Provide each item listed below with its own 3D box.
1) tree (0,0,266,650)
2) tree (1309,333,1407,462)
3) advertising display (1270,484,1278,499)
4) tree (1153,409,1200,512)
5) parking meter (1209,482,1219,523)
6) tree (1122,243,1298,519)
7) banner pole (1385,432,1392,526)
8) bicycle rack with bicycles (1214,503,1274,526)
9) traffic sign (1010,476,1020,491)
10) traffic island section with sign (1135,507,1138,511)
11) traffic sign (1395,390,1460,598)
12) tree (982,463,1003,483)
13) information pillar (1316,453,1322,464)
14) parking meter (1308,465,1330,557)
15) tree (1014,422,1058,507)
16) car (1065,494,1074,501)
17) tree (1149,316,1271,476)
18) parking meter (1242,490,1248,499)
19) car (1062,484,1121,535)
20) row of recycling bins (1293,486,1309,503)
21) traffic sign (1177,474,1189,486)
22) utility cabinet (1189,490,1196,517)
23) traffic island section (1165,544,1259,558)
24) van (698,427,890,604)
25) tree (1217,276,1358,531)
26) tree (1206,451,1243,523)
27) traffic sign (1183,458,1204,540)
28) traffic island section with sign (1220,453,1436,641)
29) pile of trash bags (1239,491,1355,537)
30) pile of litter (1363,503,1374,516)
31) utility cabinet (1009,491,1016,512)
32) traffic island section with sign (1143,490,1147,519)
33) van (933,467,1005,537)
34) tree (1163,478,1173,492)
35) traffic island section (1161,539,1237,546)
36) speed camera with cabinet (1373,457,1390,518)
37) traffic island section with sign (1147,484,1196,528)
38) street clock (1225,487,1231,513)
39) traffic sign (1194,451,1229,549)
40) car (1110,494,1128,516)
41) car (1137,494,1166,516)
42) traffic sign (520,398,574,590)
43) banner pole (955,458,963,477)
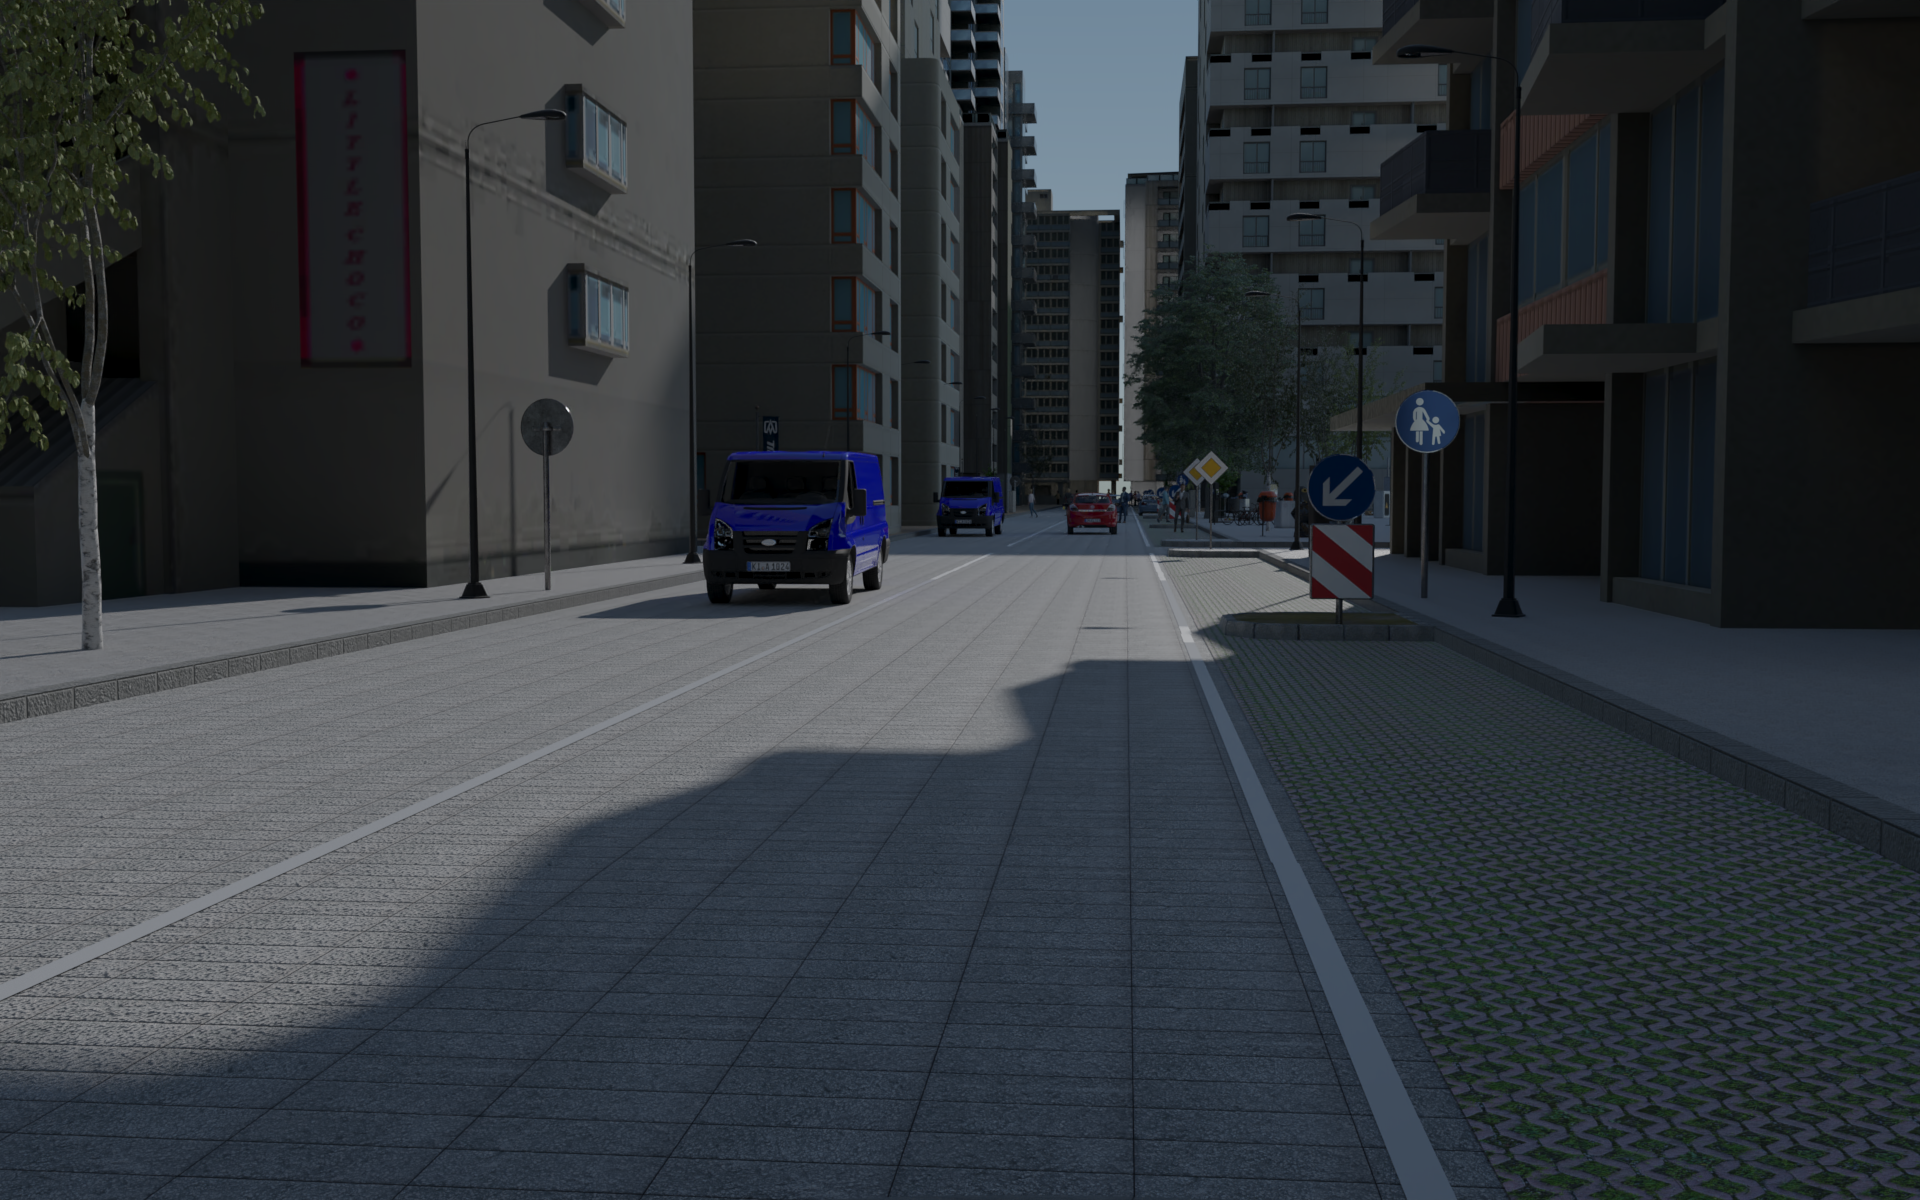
[{"bbox_3d":[-7.396,-3.891,13.974,4.737,8.622,4.395,0,3,0],"label":"tree"},{"bbox_3d":[18.530,-7.930,80.016,4.737,8.622,4.395,0,3,0],"label":"tree"},{"bbox_3d":[20.386,-6.572,112.670,0.123,1.923,0.974,3,5,40],"label":"advertising display"},{"bbox_3d":[16.940,-10.629,124.151,4.737,8.622,4.395,0,3,0],"label":"tree"},{"bbox_3d":[11.238,-4.335,76.591,0.399,1.863,0.255,3,5,45],"label":"parking meter"},{"bbox_3d":[13.094,-11.204,89.840,9.857,13.997,8.962,0,3,0],"label":"tree"},{"bbox_3d":[17.476,-4.897,70.077,0.401,3.779,0.863,0,4,5],"label":"banner pole"},{"bbox_3d":[11.931,-3.549,71.403,2.925,0.926,2.852,-2,4,-24],"label":"bicycle rack with bicycles"},{"bbox_3d":[3.821,-7.374,120.664,0.768,2.556,0.104,1,4,13],"label":"traffic sign"},{"bbox_3d":[16.293,-8.614,149.460,1.989,1.847,2.006,0,4,5],"label":"traffic island section with sign"},{"bbox_3d":[5.727,-1.295,21.284,0.768,2.556,0.104,1,4,12],"label":"traffic sign"},{"bbox_3d":[1.831,-7.005,109.125,1.663,3.219,1.824,0,3,0],"label":"tree"},{"bbox_3d":[20.546,-6.589,99.091,0.183,3.616,0.504,-3,4,-37],"label":"information pillar"},{"bbox_3d":[7.328,-1.808,35.276,0.399,1.863,0.255,-1,4,-19],"label":"parking meter"},{"bbox_3d":[7.582,-13.601,172.735,4.360,8.622,3.978,0,3,0],"label":"tree"},{"bbox_3d":[11.351,-9.907,171.013,2.155,1.783,4.494,0,4,4],"label":"car"},{"bbox_3d":[15.092,-11.411,104.695,7.486,12.596,7.792,0,3,0],"label":"tree"},{"bbox_3d":[18.050,-6.192,109.654,0.372,1.533,0.369,0,3,0],"label":"parking meter"},{"bbox_3d":[4.779,-3.288,62.806,2.155,1.783,4.494,0,4,4],"label":"car"},{"bbox_3d":[19.243,-5.112,90.692,3.534,1.692,1.069,1,4,16],"label":"row of recycling bins"},{"bbox_3d":[14.443,-6.866,112.371,0.768,2.556,0.104,1,4,9],"label":"traffic sign"},{"bbox_3d":[12.699,-5.271,94.864,0.318,1.500,1.173,0,4,4],"label":"utility cabinet"},{"bbox_3d":[5.841,-1.097,40.217,2.009,0.180,2.903,0,4,5],"label":"traffic island section"},{"bbox_3d":[-2.229,-1.224,24.399,2.240,2.365,5.245,0,4,4],"label":"van"},{"bbox_3d":[10.863,-6.679,59.567,4.360,8.622,3.978,0,3,0],"label":"tree"},{"bbox_3d":[11.641,-5.099,77.965,1.663,3.219,1.824,0,3,0],"label":"tree"},{"bbox_3d":[6.576,-2.719,48.091,0.795,2.450,0.064,0,4,5],"label":"traffic sign"},{"bbox_3d":[3.703,-0.558,17.747,1.989,1.847,2.006,0,4,5],"label":"traffic island section with sign"},{"bbox_3d":[10.401,-2.569,51.762,3.447,1.369,1.912,3,5,41],"label":"pile of trash bags"},{"bbox_3d":[24.574,-5.465,103.311,1.719,0.858,1.176,-3,4,-39],"label":"pile of litter"},{"bbox_3d":[3.596,-6.772,119.393,0.318,1.500,1.173,1,4,11],"label":"utility cabinet"},{"bbox_3d":[11.603,-5.611,100.369,1.989,1.847,2.006,0,4,5],"label":"traffic island section with sign"},{"bbox_3d":[0.381,-3.396,59.902,2.240,2.365,5.245,0,4,6],"label":"van"},{"bbox_3d":[22.732,-12.032,191.321,1.663,3.219,1.824,0,3,0],"label":"tree"},{"bbox_3d":[6.601,-1.583,48.166,2.009,0.180,2.903,0,4,5],"label":"traffic island section"},{"bbox_3d":[22.789,-6.012,92.627,0.660,3.252,2.038,2,4,35],"label":"speed camera with cabinet"},{"bbox_3d":[8.950,-3.916,72.653,1.989,1.847,2.006,0,4,5],"label":"traffic island section with sign"},{"bbox_3d":[17.798,-6.770,115.266,0.471,2.002,0.358,2,4,35],"label":"street clock"},{"bbox_3d":[5.817,-2.232,40.142,0.795,2.450,0.064,0,4,5],"label":"traffic sign"},{"bbox_3d":[10.286,-6.318,115.298,2.014,1.417,4.499,0,4,6],"label":"car"},{"bbox_3d":[12.723,-6.288,114.813,2.014,1.417,4.499,0,4,5],"label":"car"},{"bbox_3d":[-5.508,-1.405,23.071,0.768,2.556,0.104,1,4,13],"label":"traffic sign"},{"bbox_3d":[-0.076,-8.045,121.560,0.863,3.779,0.401,0,4,7],"label":"banner pole"}]
